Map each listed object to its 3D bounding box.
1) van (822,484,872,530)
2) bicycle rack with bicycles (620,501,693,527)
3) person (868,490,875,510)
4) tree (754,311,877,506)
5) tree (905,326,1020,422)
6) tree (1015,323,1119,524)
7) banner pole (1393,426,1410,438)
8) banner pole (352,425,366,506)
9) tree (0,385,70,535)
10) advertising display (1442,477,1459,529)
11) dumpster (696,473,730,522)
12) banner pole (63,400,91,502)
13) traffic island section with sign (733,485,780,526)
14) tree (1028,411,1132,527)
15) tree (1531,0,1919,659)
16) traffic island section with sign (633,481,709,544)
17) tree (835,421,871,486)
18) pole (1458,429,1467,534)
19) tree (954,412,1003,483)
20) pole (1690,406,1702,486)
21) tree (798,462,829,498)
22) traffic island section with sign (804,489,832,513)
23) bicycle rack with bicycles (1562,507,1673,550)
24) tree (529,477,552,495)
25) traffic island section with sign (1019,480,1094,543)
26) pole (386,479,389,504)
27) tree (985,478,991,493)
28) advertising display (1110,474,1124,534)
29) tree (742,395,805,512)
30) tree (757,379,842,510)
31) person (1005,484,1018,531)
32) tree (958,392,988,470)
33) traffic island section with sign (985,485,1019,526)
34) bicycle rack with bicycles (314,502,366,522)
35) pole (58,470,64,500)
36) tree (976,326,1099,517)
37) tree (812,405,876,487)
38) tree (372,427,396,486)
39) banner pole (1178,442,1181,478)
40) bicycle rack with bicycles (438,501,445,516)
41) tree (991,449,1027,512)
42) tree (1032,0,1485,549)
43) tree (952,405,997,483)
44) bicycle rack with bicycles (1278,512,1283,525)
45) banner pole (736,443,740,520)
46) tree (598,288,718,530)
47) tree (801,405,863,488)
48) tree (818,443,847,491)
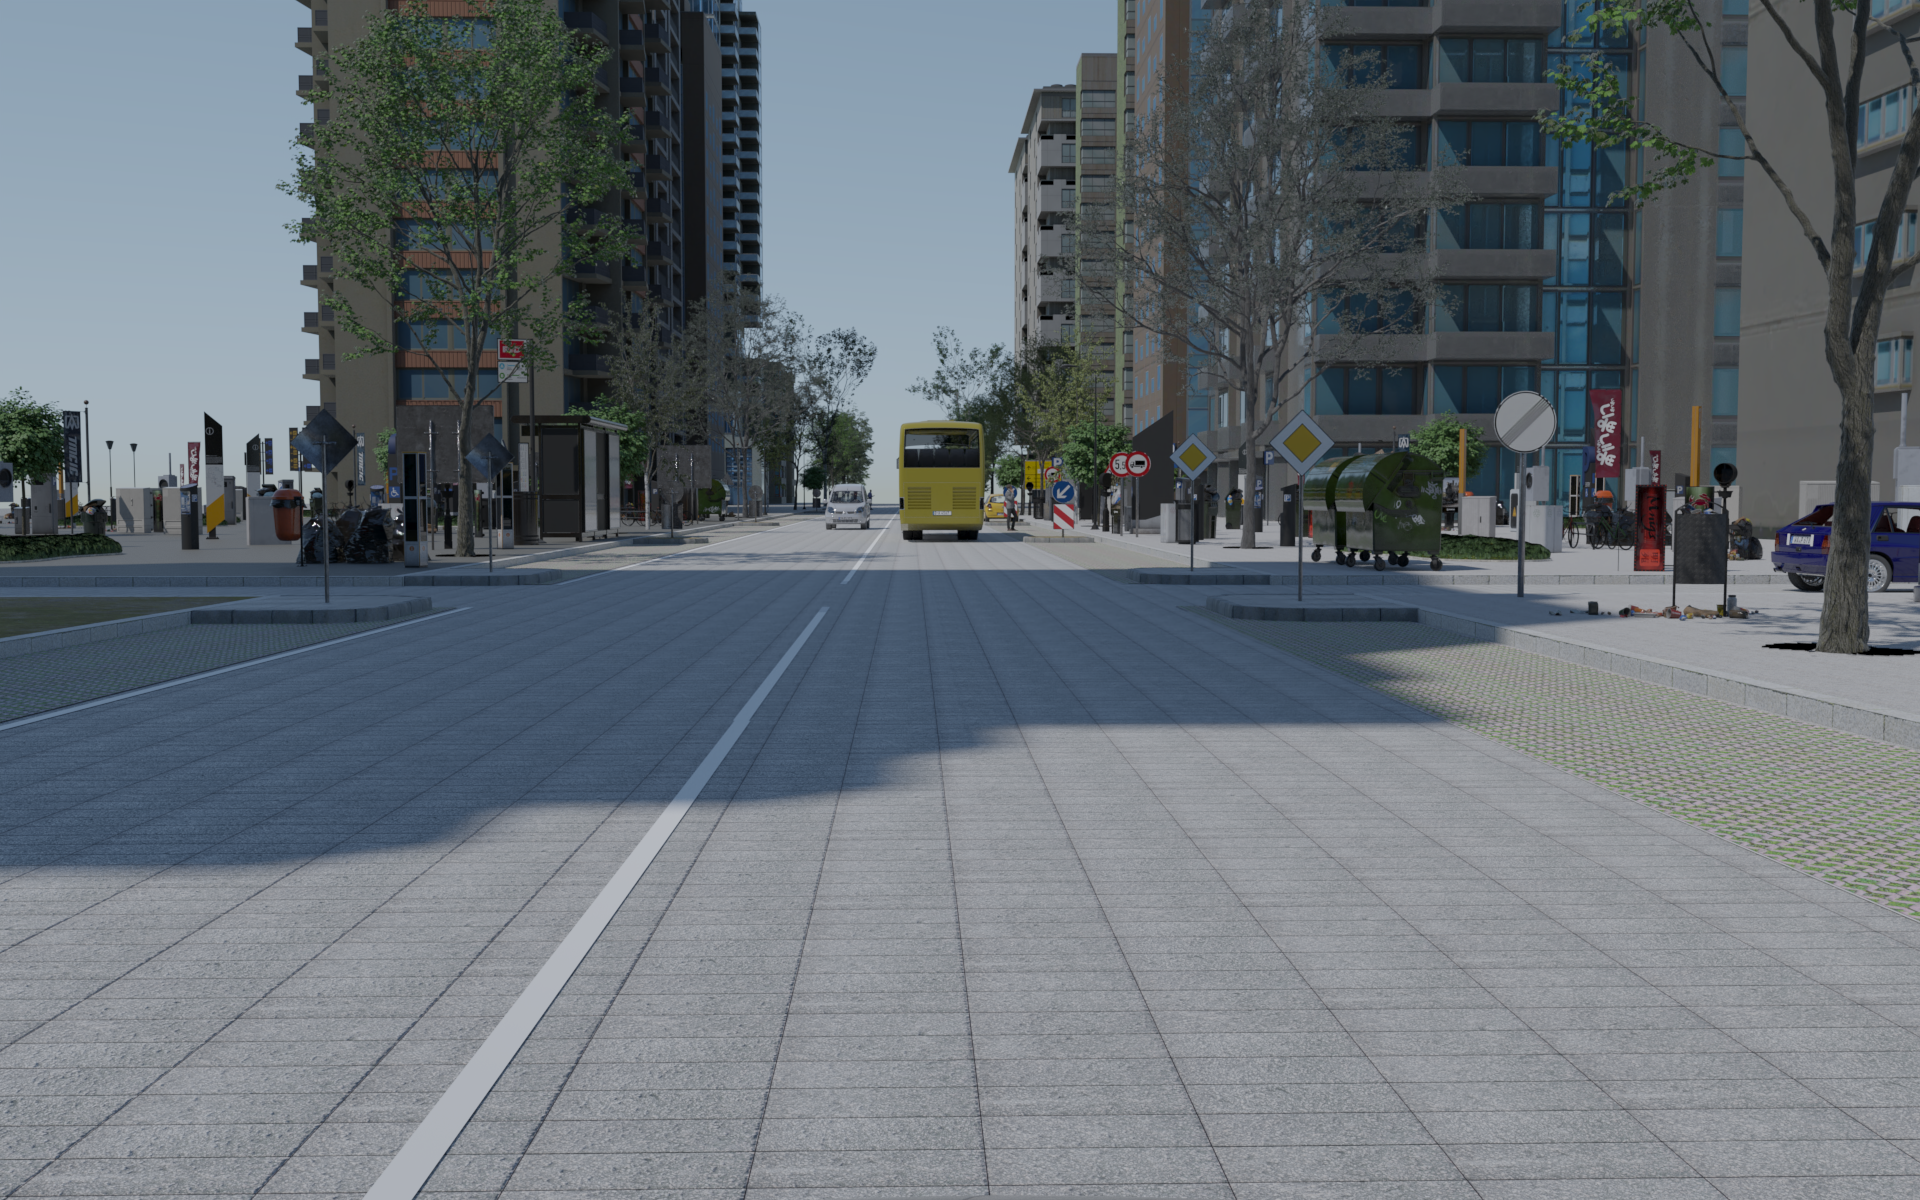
[{"bbox_3d":[-4.573,-3.901,70.790,2.013,2.044,4.112,0,4,0],"label":"van"},{"bbox_3d":[-12.501,-3.415,69.209,2.925,0.926,2.852,2,4,33],"label":"bicycle rack with bicycles"},{"bbox_3d":[-7.987,-9.045,156.259,0.599,1.838,0.709,-3,5,-42],"label":"person"},{"bbox_3d":[-15.223,-19.837,180.229,12.611,20.169,13.585,0,3,0],"label":"tree"},{"bbox_3d":[-0.271,-20.840,196.618,12.611,20.169,13.585,0,3,0],"label":"tree"},{"bbox_3d":[4.747,-7.549,73.787,4.737,8.622,4.395,0,3,0],"label":"tree"},{"bbox_3d":[16.155,-4.506,63.686,0.863,3.779,0.401,3,5,42],"label":"banner pole"},{"bbox_3d":[-21.651,-4.425,62.363,0.863,3.779,0.401,3,4,36],"label":"banner pole"},{"bbox_3d":[-28.450,-4.198,52.352,4.285,4.588,4.351,0,3,0],"label":"tree"},{"bbox_3d":[18.137,-3.605,64.162,0.974,1.923,0.123,-2,4,-24],"label":"advertising display"},{"bbox_3d":[-11.656,-4.828,81.435,1.502,2.255,1.985,0,4,-1],"label":"dumpster"},{"bbox_3d":[-23.368,-3.422,45.972,0.401,3.779,0.863,3,4,37],"label":"banner pole"},{"bbox_3d":[-9.129,-4.226,77.719,1.989,1.847,2.006,0,4,-2],"label":"traffic island section with sign"},{"bbox_3d":[5.474,-5.177,68.356,4.285,4.588,4.351,0,3,0],"label":"tree"},{"bbox_3d":[7.149,-5.370,13.561,9.928,11.665,9.643,0,3,0],"label":"tree"},{"bbox_3d":[-8.334,-2.540,50.149,1.989,1.847,2.006,0,4,-2],"label":"traffic island section with sign"},{"bbox_3d":[-17.337,-21.006,261.579,7.486,12.596,7.792,0,3,0],"label":"tree"},{"bbox_3d":[15.770,-3.702,54.370,0.158,3.312,0.155,0,3,0],"label":"pole"},{"bbox_3d":[1.006,-19.164,230.339,9.611,12.733,9.660,0,3,0],"label":"tree"},{"bbox_3d":[17.079,-2.837,40.236,0.158,3.312,0.155,0,3,0],"label":"pole"},{"bbox_3d":[-14.469,-11.509,171.880,4.285,4.588,4.351,0,3,0],"label":"tree"},{"bbox_3d":[-10.564,-7.329,128.450,1.989,1.847,2.006,0,4,-2],"label":"traffic island section with sign"},{"bbox_3d":[15.368,-1.658,40.497,2.852,0.926,2.925,0,4,4],"label":"bicycle rack with bicycles"},{"bbox_3d":[-18.546,-5.131,78.492,1.663,3.219,1.824,0,3,0],"label":"tree"},{"bbox_3d":[2.896,-2.617,51.422,1.989,1.847,2.006,0,4,-2],"label":"traffic island section with sign"},{"bbox_3d":[-30.005,-5.935,90.883,0.158,3.312,0.155,0,3,0],"label":"pole"},{"bbox_3d":[2.416,-11.149,176.892,1.663,3.219,1.824,0,3,0],"label":"tree"},{"bbox_3d":[5.035,-3.074,55.475,0.123,1.923,0.974,-1,4,-14],"label":"advertising display"},{"bbox_3d":[-13.242,-10.434,120.960,4.737,8.622,4.395,0,3,0],"label":"tree"},{"bbox_3d":[-13.045,-12.586,140.188,7.601,10.594,8.767,0,4,8],"label":"tree"},{"bbox_3d":[1.990,-3.561,66.898,0.473,1.802,0.592,3,5,40],"label":"person"},{"bbox_3d":[3.149,-14.673,165.654,9.928,11.665,9.643,0,3,0],"label":"tree"},{"bbox_3d":[2.131,-4.278,78.578,1.989,1.847,2.006,0,4,-2],"label":"traffic island section with sign"},{"bbox_3d":[-27.448,-3.918,77.443,2.925,0.926,2.852,-3,5,-43],"label":"bicycle rack with bicycles"},{"bbox_3d":[-42.519,-5.388,81.935,0.158,3.312,0.155,0,3,0],"label":"pole"},{"bbox_3d":[4.392,-9.958,97.233,8.767,10.594,7.601,3,4,36],"label":"tree"},{"bbox_3d":[-16.883,-20.940,249.030,9.857,13.997,8.962,0,3,0],"label":"tree"},{"bbox_3d":[-23.251,-5.495,73.565,4.285,4.588,4.351,0,3,0],"label":"tree"},{"bbox_3d":[10.422,-5.640,82.223,0.401,3.779,0.863,0,4,-3],"label":"banner pole"},{"bbox_3d":[-27.426,-4.637,89.189,2.852,0.926,2.925,2,4,33],"label":"bicycle rack with bicycles"},{"bbox_3d":[3.828,-8.686,125.721,4.285,4.588,4.351,0,3,0],"label":"tree"},{"bbox_3d":[6.921,-7.945,40.270,12.009,13.543,11.850,0,3,0],"label":"tree"},{"bbox_3d":[1.570,-18.179,215.361,7.486,12.596,7.792,0,3,0],"label":"tree"},{"bbox_3d":[13.028,-3.102,64.101,2.925,0.926,2.852,3,5,40],"label":"bicycle rack with bicycles"},{"bbox_3d":[-10.869,-5.818,85.133,0.401,3.779,0.863,0,4,3],"label":"banner pole"},{"bbox_3d":[-11.134,-6.844,62.254,4.360,8.622,3.978,0,3,0],"label":"tree"},{"bbox_3d":[-14.928,-16.906,202.167,9.928,11.665,9.643,0,3,0],"label":"tree"},{"bbox_3d":[-16.339,-16.768,224.513,4.360,8.622,3.978,0,3,0],"label":"tree"}]
